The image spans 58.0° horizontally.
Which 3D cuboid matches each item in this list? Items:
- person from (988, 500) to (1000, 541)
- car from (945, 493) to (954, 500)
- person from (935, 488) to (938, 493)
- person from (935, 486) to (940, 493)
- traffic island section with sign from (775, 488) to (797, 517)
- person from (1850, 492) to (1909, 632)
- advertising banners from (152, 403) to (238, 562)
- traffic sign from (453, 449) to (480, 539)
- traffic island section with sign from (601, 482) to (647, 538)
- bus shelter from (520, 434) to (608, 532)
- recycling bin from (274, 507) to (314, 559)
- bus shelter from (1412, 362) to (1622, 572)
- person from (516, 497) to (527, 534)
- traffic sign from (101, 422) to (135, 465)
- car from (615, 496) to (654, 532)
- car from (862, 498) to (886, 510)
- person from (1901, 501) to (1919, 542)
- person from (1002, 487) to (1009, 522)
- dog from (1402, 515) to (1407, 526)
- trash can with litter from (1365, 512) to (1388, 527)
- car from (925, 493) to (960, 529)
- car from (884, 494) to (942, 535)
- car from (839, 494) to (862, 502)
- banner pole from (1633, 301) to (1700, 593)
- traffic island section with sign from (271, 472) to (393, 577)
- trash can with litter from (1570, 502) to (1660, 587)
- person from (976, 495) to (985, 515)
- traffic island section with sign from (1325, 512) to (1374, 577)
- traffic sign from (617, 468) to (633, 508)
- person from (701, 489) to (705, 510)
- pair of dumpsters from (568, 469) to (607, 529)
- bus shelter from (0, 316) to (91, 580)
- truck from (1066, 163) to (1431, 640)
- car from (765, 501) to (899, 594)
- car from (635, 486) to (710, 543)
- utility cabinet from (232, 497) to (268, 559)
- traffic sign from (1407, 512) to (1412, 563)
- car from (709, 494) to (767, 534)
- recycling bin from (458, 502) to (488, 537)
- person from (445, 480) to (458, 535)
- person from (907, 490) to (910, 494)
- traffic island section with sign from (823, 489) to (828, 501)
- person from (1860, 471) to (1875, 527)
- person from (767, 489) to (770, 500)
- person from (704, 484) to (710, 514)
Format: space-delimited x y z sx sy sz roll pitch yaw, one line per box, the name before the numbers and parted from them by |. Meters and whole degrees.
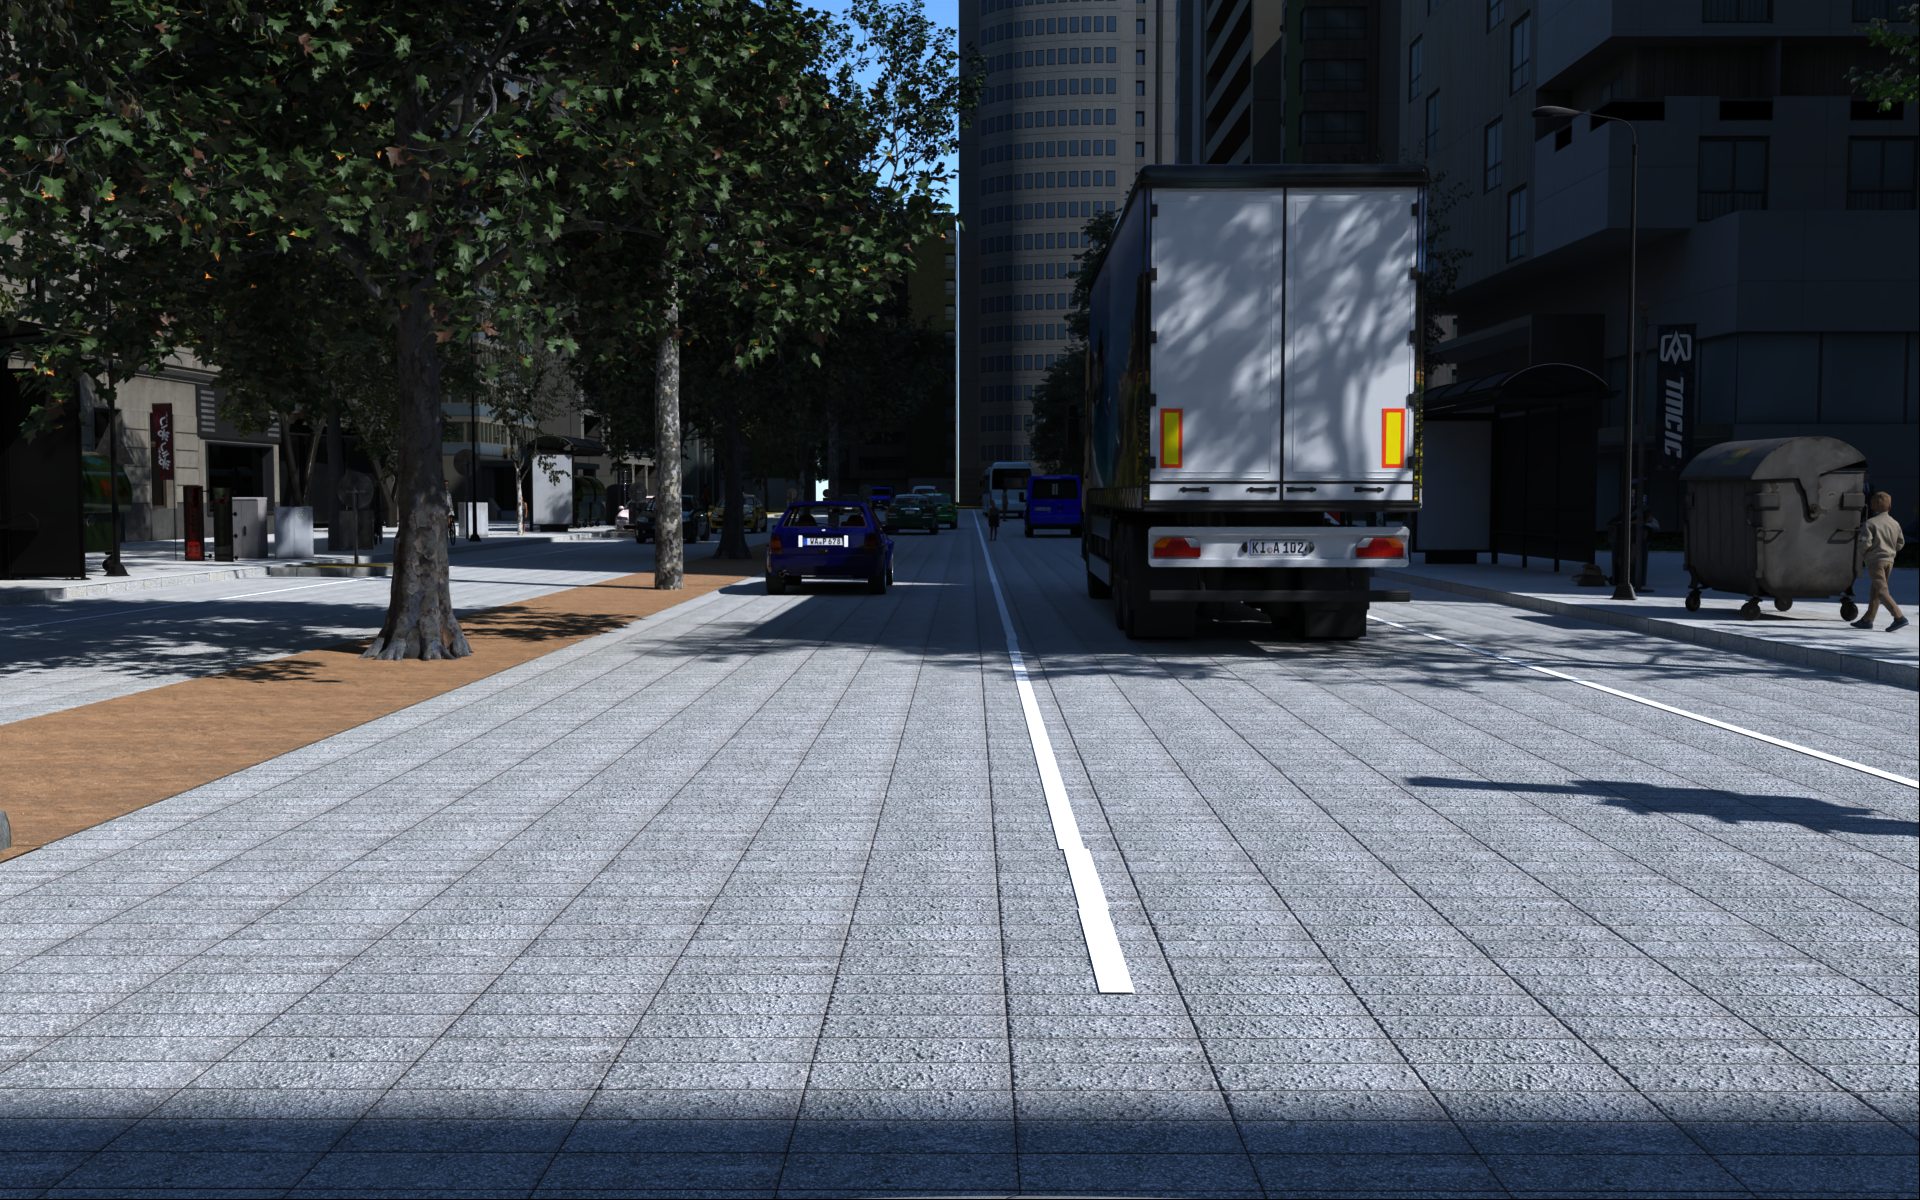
person | 1.038 -2.443 53.117 0.362 1.253 0.373 1 4 11
car | -1.515 -8.490 148.404 1.945 1.707 3.694 0 4 0
person | -1.106 -4.470 82.510 0.530 1.710 0.541 -2 4 -29
person | -1.139 -4.637 84.453 0.705 1.807 1.348 -1 4 -20
traffic island section with sign | -10.544 -6.142 109.056 1.989 1.847 2.006 0 4 0
person | 8.615 -0.362 16.238 0.475 1.303 0.640 -2 4 -28
advertising banners | -14.619 -2.254 33.047 2.074 3.025 0.090 2 4 24
traffic sign | -13.948 -2.988 48.957 0.768 2.556 0.104 0 4 6
traffic island section with sign | -10.803 -3.012 57.870 1.989 1.847 2.006 0 4 0
bus shelter | -13.889 -4.125 61.367 2.014 3.302 5.546 0 3 0
recycling bin | -13.321 -1.351 34.638 0.722 1.027 0.722 -1 4 -21
bus shelter | 9.105 -2.163 29.281 2.014 3.302 5.546 0 3 0
person | -14.120 -2.757 55.787 0.362 1.253 0.373 1 4 11
traffic sign | -15.276 -1.908 31.193 0.884 2.594 0.081 1 4 9
car | -10.993 -3.008 61.534 2.083 1.381 4.827 0 4 0
car | -7.498 -8.613 152.612 2.131 1.459 4.920 0 4 2
person | 19.011 -1.413 34.642 1.012 1.151 0.738 -3 5 -40
person | 2.377 -5.021 90.600 0.705 1.824 1.348 0 4 6
dog | 16.703 -2.946 65.003 0.406 0.507 0.540 -1 4 -23
trash can with litter | 10.192 -1.962 43.458 1.055 1.170 0.624 1 4 18
car | -1.010 -3.842 71.608 1.959 1.807 4.718 0 4 2
car | -1.706 -3.087 62.274 2.131 1.459 4.920 0 4 1
car | -7.407 -6.574 117.265 2.009 1.686 4.222 0 4 1
banner pole | 9.107 -1.988 22.513 0.863 3.779 0.401 1 4 21
traffic island section with sign | -10.939 -1.363 30.916 1.989 1.847 2.006 0 4 0
trash can with litter | 9.096 -0.775 24.060 1.055 1.170 0.624 0 4 -3
person | 1.665 -6.700 117.673 1.348 1.869 0.705 -3 5 -45
traffic island section with sign | 6.185 -1.359 30.849 1.989 1.847 2.006 0 4 0
traffic sign | -13.063 -4.000 67.524 0.606 2.300 0.079 0 4 5
person | -20.166 -8.008 136.991 0.705 1.822 1.348 0 4 7
pair of dumpsters | -14.751 -3.910 66.430 1.574 2.255 4.437 0 3 0
bus shelter | -13.550 -1.923 22.726 1.731 3.624 6.357 0 4 0
truck | 2.856 -1.922 20.341 2.839 4.237 11.283 0 4 1
car | -1.909 -0.827 26.101 1.945 1.354 3.894 0 4 0
car | -8.533 -2.552 51.516 2.009 1.686 4.222 0 3 0
utility cabinet | -14.388 -1.440 34.704 1.020 1.237 0.306 1 4 19
traffic sign | 8.353 -1.961 32.170 0.768 2.556 0.104 0 4 2
car | -8.182 -3.291 64.033 2.015 1.641 3.980 0 4 1
recycling bin | -14.712 -2.434 52.346 0.722 1.027 0.722 -2 4 -31
person | -16.142 -2.906 54.299 0.760 1.731 0.466 -2 4 -34
person | -3.171 -6.322 112.672 0.742 1.727 0.445 1 4 14
traffic island section with sign | -10.411 -7.791 136.011 1.989 1.847 2.006 0 4 0
person | 22.065 -2.223 42.173 0.659 1.850 0.755 0 4 4
person | -17.429 -9.199 157.166 0.721 1.743 1.217 -1 4 -17
person | -13.492 -5.289 92.451 0.705 1.831 1.348 -1 4 -11
